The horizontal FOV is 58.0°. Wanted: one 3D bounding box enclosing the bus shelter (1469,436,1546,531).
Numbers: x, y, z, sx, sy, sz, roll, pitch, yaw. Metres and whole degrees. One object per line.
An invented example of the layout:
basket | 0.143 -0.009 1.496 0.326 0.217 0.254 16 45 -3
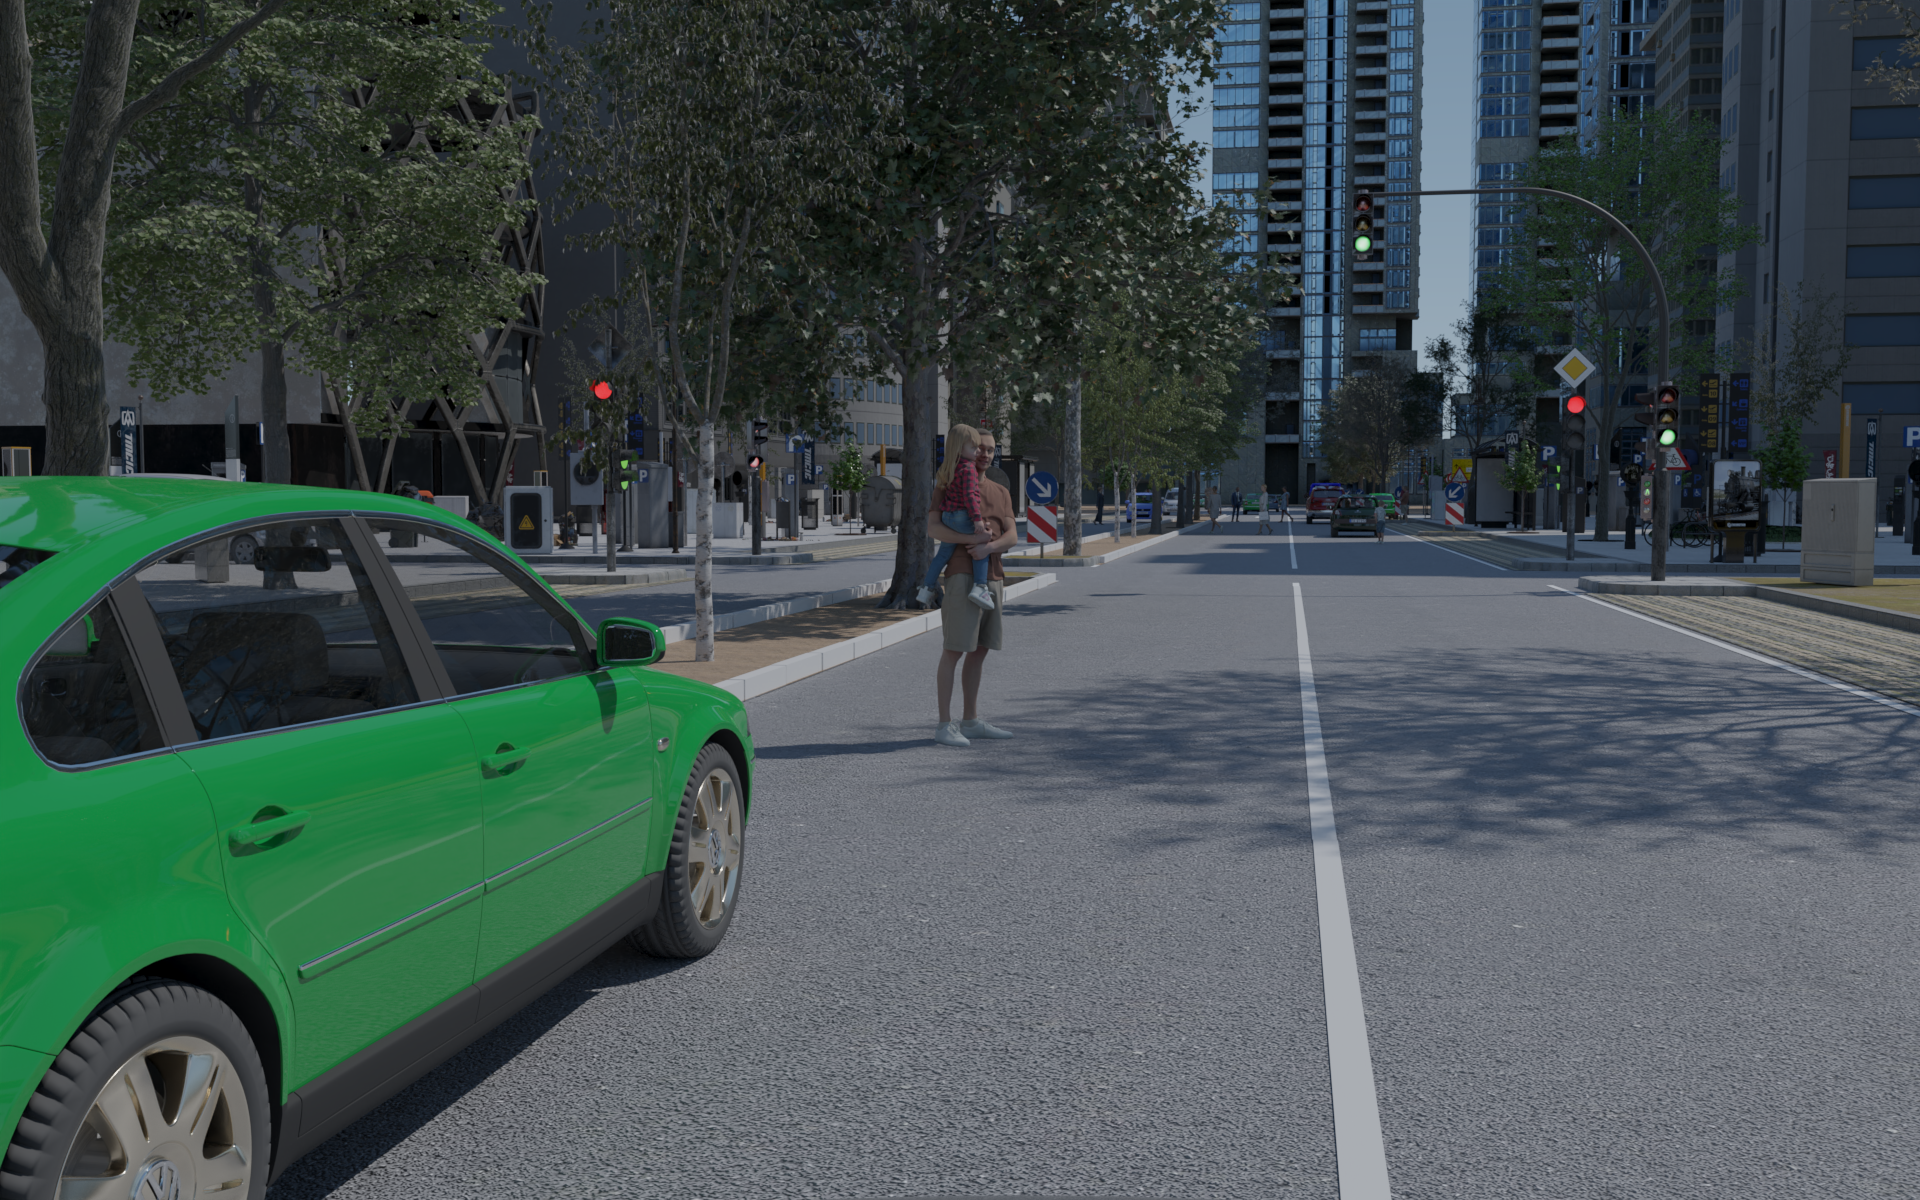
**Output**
bus shelter | 19.736 -4.209 62.739 2.014 3.302 5.546 1 4 11

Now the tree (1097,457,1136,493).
tree | 13.494 -10.050 148.028 4.285 4.588 4.351 0 3 0

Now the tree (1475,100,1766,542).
tree | 17.385 -7.374 46.317 9.928 11.665 9.643 0 3 0

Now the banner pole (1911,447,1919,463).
banner pole | 37.198 -4.723 67.233 0.401 3.779 0.863 -1 4 -11

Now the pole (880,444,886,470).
pole | -3.151 -4.714 70.919 0.158 3.312 0.155 0 3 0

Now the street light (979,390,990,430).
street light | 1.127 -6.289 75.611 0.468 5.910 1.993 1 4 11

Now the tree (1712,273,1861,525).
tree | 27.631 -6.564 57.680 4.360 8.622 3.978 0 3 0

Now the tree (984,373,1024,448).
tree | 1.414 -8.206 84.537 4.360 8.622 3.978 0 3 0

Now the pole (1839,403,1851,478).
pole | 19.882 -2.759 38.953 0.158 3.312 0.155 0 3 0

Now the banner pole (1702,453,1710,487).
banner pole | 33.546 -5.391 78.153 0.863 3.779 0.401 0 4 -2

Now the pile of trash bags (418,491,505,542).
pile of trash bags | -13.093 -2.273 46.921 3.447 1.369 1.912 -2 4 -25

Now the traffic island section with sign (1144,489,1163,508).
traffic island section with sign | 14.867 -7.816 136.424 1.989 1.847 2.006 1 4 11

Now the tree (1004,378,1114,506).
tree | 6.018 -10.303 102.866 7.601 10.594 8.767 1 4 13

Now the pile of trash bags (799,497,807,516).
pile of trash bags | -10.422 -5.630 101.797 3.447 1.369 1.912 0 4 -1

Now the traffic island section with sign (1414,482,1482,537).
traffic island section with sign | 16.610 -3.070 58.829 1.989 1.847 2.006 1 4 11

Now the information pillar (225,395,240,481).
information pillar | -17.234 -3.041 41.081 0.504 3.616 0.183 3 4 37

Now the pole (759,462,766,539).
pole | -5.671 -3.408 49.564 0.158 3.312 0.155 0 3 0

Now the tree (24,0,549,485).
tree | -9.655 -6.419 23.081 7.486 12.596 7.792 0 3 0

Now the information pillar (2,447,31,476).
information pillar | -14.789 -1.389 27.200 0.304 2.012 0.304 2 4 35

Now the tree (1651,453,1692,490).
tree | 29.811 -4.768 72.551 1.663 3.219 1.824 0 3 0

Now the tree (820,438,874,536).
tree | -3.322 -3.631 53.963 1.663 3.219 1.824 0 3 0

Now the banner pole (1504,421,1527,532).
banner pole | 19.109 -4.250 59.498 0.863 3.779 0.401 2 4 28

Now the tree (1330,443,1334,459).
tree | 40.197 -14.317 168.493 8.767 10.594 7.601 1 4 17

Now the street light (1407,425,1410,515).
street light | 27.579 -8.177 106.483 0.468 5.910 1.993 1 4 11

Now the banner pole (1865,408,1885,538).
banner pole | 26.640 -3.698 50.483 0.863 3.779 0.401 -2 4 -29

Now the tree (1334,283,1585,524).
tree | 22.114 -8.549 74.192 8.767 10.594 7.601 -2 4 -33

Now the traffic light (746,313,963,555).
traffic light | -2.191 -3.750 35.984 4.771 5.953 1.251 1 4 11

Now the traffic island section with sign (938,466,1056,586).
traffic island section with sign | 0.366 -1.198 27.716 2.006 1.907 1.989 1 4 11

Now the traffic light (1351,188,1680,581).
traffic light | 8.219 -3.124 25.742 4.771 5.953 1.251 1 4 11

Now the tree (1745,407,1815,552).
tree | 18.443 -2.693 38.627 1.663 3.219 1.824 0 3 0

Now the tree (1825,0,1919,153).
tree | 10.382 -6.268 12.860 12.009 13.543 11.850 0 3 0

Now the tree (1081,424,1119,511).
tree | 10.586 -11.044 130.926 4.360 8.622 3.978 0 3 0

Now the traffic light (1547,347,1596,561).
traffic light | 11.770 -2.717 33.343 0.839 4.253 0.868 1 4 11

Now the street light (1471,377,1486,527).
street light | 20.371 -5.834 68.173 0.468 5.910 1.993 1 4 11

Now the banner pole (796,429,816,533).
banner pole | -5.107 -4.069 56.552 0.863 3.779 0.401 1 4 16

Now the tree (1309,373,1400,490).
tree | 41.206 -16.614 178.286 9.857 13.997 8.962 0 3 0

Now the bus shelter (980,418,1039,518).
bus shelter | 2.599 -7.136 94.302 2.179 5.291 8.768 1 4 11

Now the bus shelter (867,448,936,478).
bus shelter | -2.581 -5.191 78.789 2.014 3.302 5.546 1 4 11

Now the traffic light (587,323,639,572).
traffic light | -5.742 -2.420 28.489 0.839 4.253 0.868 1 4 11

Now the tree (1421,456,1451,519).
tree | 24.371 -5.744 88.513 1.663 3.219 1.824 0 3 0

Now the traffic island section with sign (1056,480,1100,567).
traffic island section with sign | 1.747 -1.643 34.994 2.006 1.907 1.989 1 4 11

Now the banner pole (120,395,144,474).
banner pole | -20.826 -3.285 43.720 0.401 3.779 0.863 2 4 24

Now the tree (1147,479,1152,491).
tree | 20.918 -11.717 186.168 1.663 3.219 1.824 0 3 0

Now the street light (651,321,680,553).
street light | -6.156 -3.947 37.315 0.468 5.910 1.993 1 4 11

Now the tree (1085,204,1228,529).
tree | 9.176 -9.709 71.576 12.009 13.543 11.850 0 3 0

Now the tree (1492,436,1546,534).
tree | 18.415 -3.773 56.289 1.663 3.219 1.824 0 3 0

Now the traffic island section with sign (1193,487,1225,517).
traffic island section with sign | 15.649 -6.159 108.840 2.006 1.907 1.989 1 4 11

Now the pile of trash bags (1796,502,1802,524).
pile of trash bags | 35.468 -3.898 73.492 1.912 1.369 3.447 3 5 44

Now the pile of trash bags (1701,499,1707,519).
pile of trash bags | 35.451 -4.326 80.483 3.447 1.369 1.912 -3 5 -42

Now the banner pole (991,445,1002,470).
banner pole | 1.474 -5.339 77.306 0.863 3.779 0.401 1 4 8

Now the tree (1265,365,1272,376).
tree | 12.720 -10.014 91.933 9.928 11.665 9.643 0 3 0

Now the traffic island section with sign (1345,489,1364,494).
traffic island section with sign | 30.663 -7.634 133.450 1.989 1.847 2.006 1 4 11

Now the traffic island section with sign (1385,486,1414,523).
traffic island section with sign | 21.651 -4.710 85.637 1.989 1.847 2.006 1 4 11

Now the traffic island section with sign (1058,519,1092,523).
traffic island section with sign | 5.634 -4.823 87.480 1.989 1.847 2.006 1 4 11
